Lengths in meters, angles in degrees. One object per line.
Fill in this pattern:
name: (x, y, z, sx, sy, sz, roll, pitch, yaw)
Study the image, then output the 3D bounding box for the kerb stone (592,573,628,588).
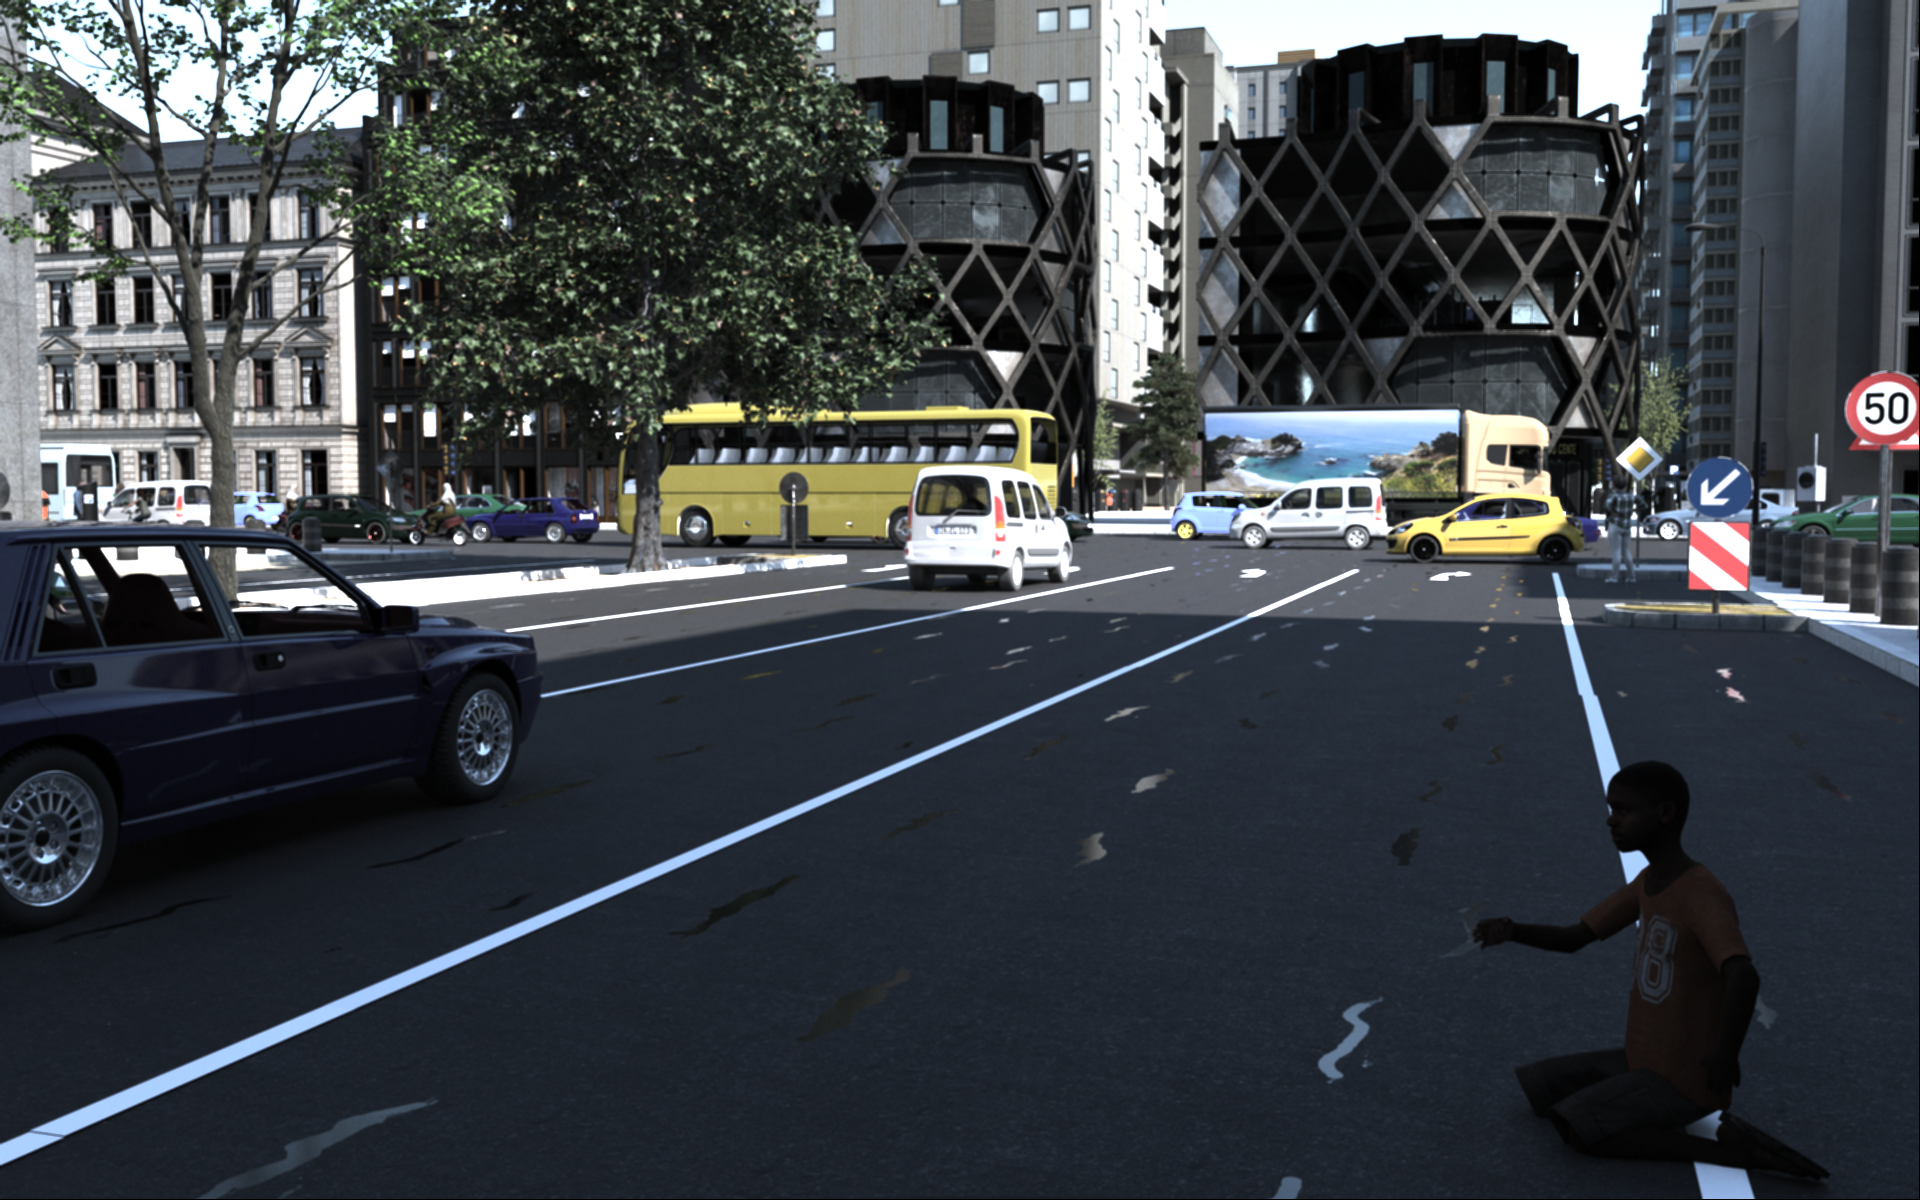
kerb stone: (-5.498, -0.287, 26.885, 0.120, 0.150, 1.000, 1, 4, 18)

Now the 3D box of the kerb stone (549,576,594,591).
kerb stone: (-5.821, -0.227, 25.910, 0.120, 0.150, 1.000, 1, 4, 18)

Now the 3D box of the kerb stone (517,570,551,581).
kerb stone: (-7.127, -0.392, 28.649, 0.120, 0.150, 1.000, 1, 4, 18)

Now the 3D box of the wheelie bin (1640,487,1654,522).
wheelie bin: (31.399, -4.366, 79.297, 0.693, 1.594, 0.980, 2, 4, 24)

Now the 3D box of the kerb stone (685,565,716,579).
kerb stone: (-4.525, -0.466, 29.810, 0.120, 0.150, 1.000, 1, 4, 18)

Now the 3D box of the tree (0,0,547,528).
tree: (-8.429, -5.579, 19.423, 9.928, 11.665, 9.643, 0, 3, 0)

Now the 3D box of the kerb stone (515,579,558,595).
kerb stone: (-6.148, -0.168, 24.938, 0.120, 0.150, 1.000, 1, 4, 18)

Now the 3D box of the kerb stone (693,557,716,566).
kerb stone: (-5.192, -0.753, 34.502, 0.120, 0.150, 1.000, 1, 4, 18)

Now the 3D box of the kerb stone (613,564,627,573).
kerb stone: (-6.157, -0.574, 31.577, 0.120, 0.150, 1.000, 1, 4, 18)

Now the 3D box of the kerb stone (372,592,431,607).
kerb stone: (-7.113, 0.012, 22.007, 0.120, 0.150, 1.000, 1, 4, 18)

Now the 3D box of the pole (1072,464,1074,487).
pole: (7.744, -7.646, 118.854, 0.158, 3.312, 0.155, 0, 3, 0)

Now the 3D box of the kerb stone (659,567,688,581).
kerb stone: (-4.856, -0.406, 28.834, 0.120, 0.150, 1.000, 1, 4, 18)

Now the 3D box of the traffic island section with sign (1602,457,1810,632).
traffic island section with sign: (8.226, -0.648, 19.226, 1.989, 1.847, 2.006, 1, 4, 18)

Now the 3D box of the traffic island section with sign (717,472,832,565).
traffic island section with sign: (-3.670, -1.684, 35.677, 2.006, 1.907, 1.989, 1, 4, 18)

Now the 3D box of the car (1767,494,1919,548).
car: (23.102, -1.962, 43.884, 4.920, 1.459, 2.131, 1, 4, 19)

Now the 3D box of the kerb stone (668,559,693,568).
kerb stone: (-5.508, -0.691, 33.526, 0.120, 0.150, 1.000, 1, 4, 18)

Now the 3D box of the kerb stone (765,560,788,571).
kerb stone: (-3.565, -0.638, 32.742, 0.120, 0.150, 1.000, 1, 4, 18)

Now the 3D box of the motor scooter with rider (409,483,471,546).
motor scooter with rider: (-14.461, -2.401, 48.215, 1.986, 1.779, 0.876, 1, 4, 18)

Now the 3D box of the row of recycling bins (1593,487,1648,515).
row of recycling bins: (41.304, -6.190, 108.324, 3.534, 1.692, 1.069, 3, 5, 41)

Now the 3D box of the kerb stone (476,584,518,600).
kerb stone: (-6.476, -0.105, 23.965, 0.120, 0.150, 1.000, 1, 4, 18)

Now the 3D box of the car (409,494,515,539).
car: (-16.102, -2.760, 56.918, 4.920, 1.459, 2.131, 1, 4, 16)

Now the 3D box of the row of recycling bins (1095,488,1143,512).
row of recycling bins: (11.666, -7.354, 127.345, 3.534, 1.692, 1.069, 0, 4, 6)

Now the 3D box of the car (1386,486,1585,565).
car: (10.977, -1.593, 36.269, 3.980, 1.641, 2.015, 1, 4, 17)

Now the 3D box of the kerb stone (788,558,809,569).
kerb stone: (-3.237, -0.705, 33.715, 0.120, 0.150, 1.000, 1, 4, 18)

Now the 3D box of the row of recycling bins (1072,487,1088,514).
row of recycling bins: (7.358, -6.256, 109.394, 1.069, 1.692, 3.534, 1, 4, 16)

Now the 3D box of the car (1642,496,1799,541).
car: (23.504, -2.540, 53.533, 4.499, 1.417, 2.014, 1, 4, 20)

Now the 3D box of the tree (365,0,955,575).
tree: (-5.312, -6.723, 29.379, 9.611, 12.733, 9.660, 0, 3, 0)

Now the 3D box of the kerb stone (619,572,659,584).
kerb stone: (-5.182, -0.346, 27.861, 0.120, 0.150, 1.000, 1, 4, 18)

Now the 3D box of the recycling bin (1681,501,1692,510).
recycling bin: (27.868, -3.258, 65.821, 0.722, 1.027, 0.722, 3, 5, 41)

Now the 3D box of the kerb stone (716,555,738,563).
kerb stone: (-4.866, -0.812, 35.477, 0.120, 0.150, 1.000, 1, 4, 18)

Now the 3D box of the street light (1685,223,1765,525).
street light: (13.126, -3.498, 29.738, 1.470, 5.913, 1.316, 1, 4, 18)

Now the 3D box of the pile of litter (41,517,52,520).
pile of litter: (-17.359, -1.126, 32.380, 1.176, 0.858, 1.719, 1, 4, 23)

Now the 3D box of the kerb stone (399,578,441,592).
kerb stone: (-8.099, -0.214, 25.723, 0.120, 0.150, 1.000, 1, 4, 18)

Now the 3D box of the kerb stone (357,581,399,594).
kerb stone: (-8.417, -0.156, 24.747, 0.120, 0.150, 1.000, 1, 4, 18)

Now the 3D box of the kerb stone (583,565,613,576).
kerb stone: (-6.476, -0.514, 30.602, 0.120, 0.150, 1.000, 1, 4, 18)

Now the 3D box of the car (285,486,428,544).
car: (-17.590, -2.487, 50.449, 4.222, 1.686, 2.009, 1, 4, 16)

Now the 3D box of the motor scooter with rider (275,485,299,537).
motor scooter with rider: (-21.443, -2.892, 56.246, 1.986, 1.779, 0.876, 1, 4, 17)

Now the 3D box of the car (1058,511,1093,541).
car: (1.951, -2.623, 52.666, 4.222, 1.686, 2.009, 1, 4, 19)

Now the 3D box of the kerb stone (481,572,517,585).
kerb stone: (-7.449, -0.330, 27.670, 0.120, 0.150, 1.000, 1, 4, 18)

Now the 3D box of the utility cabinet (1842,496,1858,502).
utility cabinet: (29.701, -2.817, 57.220, 0.306, 1.237, 1.020, -2, 4, -35)

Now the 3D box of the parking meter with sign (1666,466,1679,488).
parking meter with sign: (43.788, -6.755, 106.701, 0.543, 3.016, 1.738, 1, 4, 11)

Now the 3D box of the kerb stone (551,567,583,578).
kerb stone: (-6.811, -0.452, 29.625, 0.120, 0.150, 1.000, 1, 4, 18)

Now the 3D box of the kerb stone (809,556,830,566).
kerb stone: (-2.911, -0.764, 34.688, 0.120, 0.150, 1.000, 1, 4, 18)

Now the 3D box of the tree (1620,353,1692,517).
tree: (36.453, -8.612, 91.174, 4.737, 8.622, 4.395, 0, 3, 0)

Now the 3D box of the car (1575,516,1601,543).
car: (14.657, -1.995, 45.191, 3.894, 1.354, 1.945, 1, 4, 19)

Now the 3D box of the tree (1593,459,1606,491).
tree: (58.094, -10.935, 162.498, 4.285, 4.588, 4.351, 0, 3, 0)

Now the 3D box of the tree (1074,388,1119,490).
tree: (8.682, -9.974, 113.444, 4.737, 8.622, 4.395, 0, 3, 0)

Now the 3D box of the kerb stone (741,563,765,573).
kerb stone: (-3.882, -0.585, 31.766, 0.120, 0.150, 1.000, 1, 4, 18)

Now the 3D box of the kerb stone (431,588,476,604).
kerb stone: (-6.797, -0.049, 22.990, 0.120, 0.150, 1.000, 1, 4, 18)

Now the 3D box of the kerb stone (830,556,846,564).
kerb stone: (-2.591, -0.824, 35.668, 0.120, 0.150, 1.000, 1, 4, 18)

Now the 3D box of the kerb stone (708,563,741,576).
kerb stone: (-4.205, -0.526, 30.791, 0.120, 0.150, 1.000, 1, 4, 18)

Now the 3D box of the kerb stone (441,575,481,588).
kerb stone: (-7.769, -0.274, 26.694, 0.120, 0.150, 1.000, 1, 4, 18)

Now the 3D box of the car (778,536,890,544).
car: (-3.334, -2.524, 51.060, 4.222, 1.686, 2.009, 1, 4, 19)

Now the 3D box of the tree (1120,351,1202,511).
tree: (15.644, -12.793, 131.220, 6.751, 12.117, 7.091, 0, 3, 0)

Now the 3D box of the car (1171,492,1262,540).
car: (8.445, -2.715, 53.983, 3.694, 1.707, 1.945, 1, 4, 18)

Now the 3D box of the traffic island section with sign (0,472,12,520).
traffic island section with sign: (-15.873, -1.154, 27.503, 1.989, 1.847, 2.006, 1, 4, 18)
